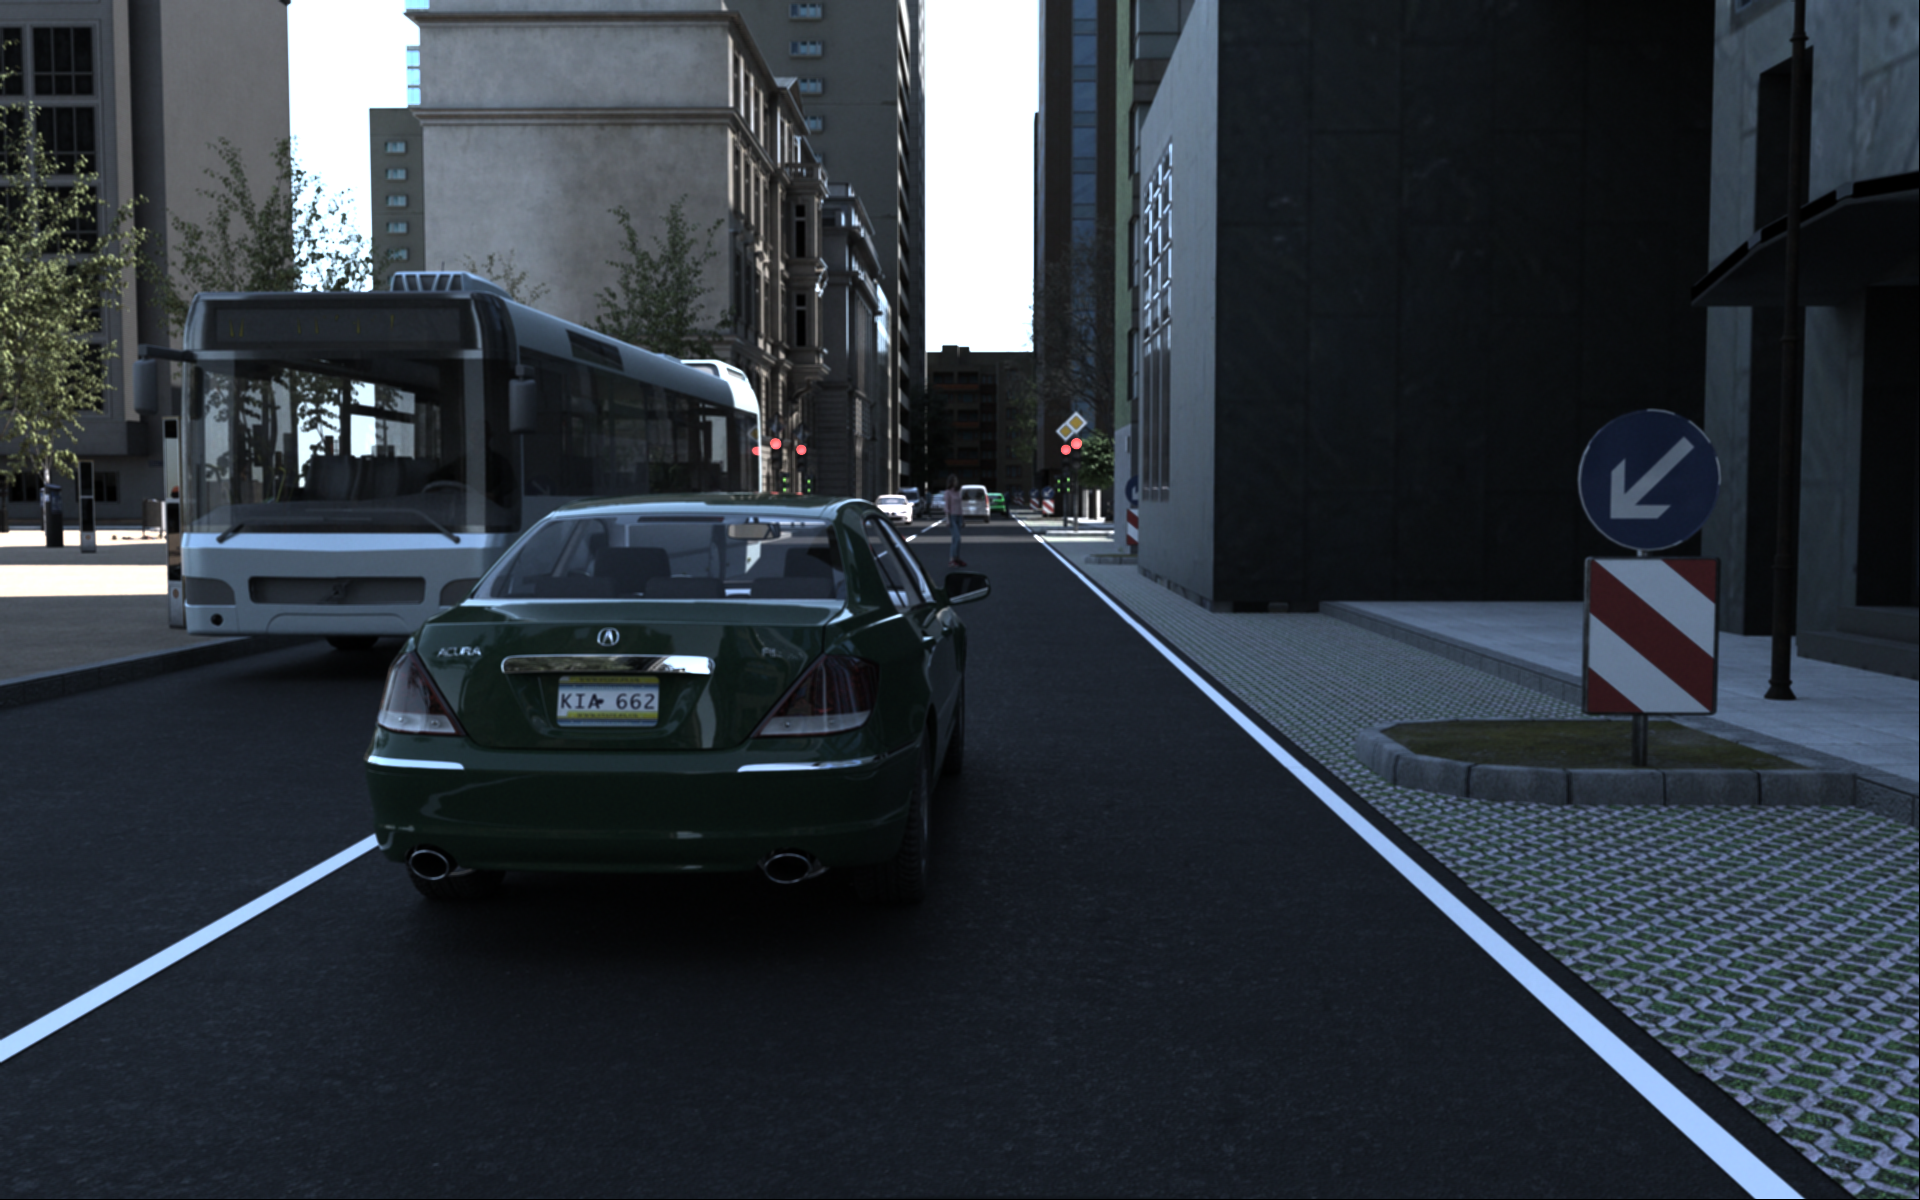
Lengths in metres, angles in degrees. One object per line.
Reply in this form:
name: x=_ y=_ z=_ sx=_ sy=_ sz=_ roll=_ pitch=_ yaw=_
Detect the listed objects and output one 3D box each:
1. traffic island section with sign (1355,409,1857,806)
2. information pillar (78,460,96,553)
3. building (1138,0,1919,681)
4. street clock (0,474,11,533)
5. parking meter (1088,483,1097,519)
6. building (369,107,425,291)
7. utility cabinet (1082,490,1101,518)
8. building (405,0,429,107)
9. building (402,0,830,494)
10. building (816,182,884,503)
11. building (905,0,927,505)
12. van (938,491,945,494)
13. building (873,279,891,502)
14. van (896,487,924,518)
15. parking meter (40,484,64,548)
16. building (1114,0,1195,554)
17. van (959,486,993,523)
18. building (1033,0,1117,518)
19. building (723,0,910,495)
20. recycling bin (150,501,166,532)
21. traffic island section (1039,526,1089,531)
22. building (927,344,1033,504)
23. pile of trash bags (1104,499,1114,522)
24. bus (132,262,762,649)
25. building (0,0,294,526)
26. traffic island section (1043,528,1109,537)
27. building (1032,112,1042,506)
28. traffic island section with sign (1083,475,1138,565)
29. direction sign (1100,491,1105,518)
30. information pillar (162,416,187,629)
traffic island section with sign: x=3.120 y=-0.014 z=8.857 sx=1.989 sy=1.847 sz=2.006 roll=0 pitch=4 yaw=1
information pillar: x=-19.065 y=-2.038 z=37.819 sx=0.304 sy=2.012 sz=0.304 roll=-2 pitch=4 yaw=-29
building: x=14.103 y=-42.828 z=12.910 sx=22.319 sy=86.520 sz=31.000 roll=0 pitch=4 yaw=1
street clock: x=-31.586 y=-3.219 z=57.194 sx=0.471 sy=2.002 sz=0.358 roll=1 pitch=4 yaw=15
parking meter: x=6.799 y=-5.093 z=88.979 sx=0.255 sy=1.863 sz=0.399 roll=-3 pitch=5 yaw=-40
building: x=-56.336 y=-35.714 z=207.632 sx=21.600 sy=48.544 sz=21.300 roll=0 pitch=4 yaw=1
utility cabinet: x=7.033 y=-5.140 z=92.722 sx=0.318 sy=1.500 sz=1.173 roll=3 pitch=5 yaw=43
building: x=-61.589 y=-56.470 z=235.959 sx=31.000 sy=86.520 sz=22.319 roll=0 pitch=4 yaw=1
building: x=-13.654 y=-16.164 z=83.368 sx=14.460 sy=24.649 sz=34.723 roll=0 pitch=4 yaw=1
building: x=-12.269 y=-16.573 z=112.768 sx=13.314 sy=21.916 sz=24.055 roll=0 pitch=4 yaw=1
building: x=-14.610 y=-47.031 z=207.215 sx=20.611 sy=71.187 sz=20.563 roll=0 pitch=4 yaw=1
van: x=-1.922 y=-12.383 z=209.467 sx=2.013 sy=2.044 sz=4.112 roll=0 pitch=4 yaw=-1
building: x=-10.970 y=-17.051 z=133.529 sx=10.420 sy=20.320 sz=16.860 roll=0 pitch=4 yaw=1
van: x=-3.209 y=-6.098 z=106.721 sx=2.013 sy=2.044 sz=4.112 roll=0 pitch=4 yaw=1
parking meter: x=-21.803 y=-2.035 z=41.678 sx=0.372 sy=1.533 sz=0.369 roll=0 pitch=3 yaw=0
building: x=11.001 y=-22.094 z=44.834 sx=14.154 sy=41.232 sz=14.086 roll=0 pitch=4 yaw=1
van: x=0.648 y=-4.890 z=86.965 sx=2.013 sy=2.044 sz=4.112 roll=0 pitch=4 yaw=0
building: x=11.698 y=-27.654 z=102.259 sx=14.600 sy=45.320 sz=14.200 roll=0 pitch=4 yaw=1
building: x=-15.534 y=-32.345 z=152.548 sx=21.300 sy=48.544 sz=21.600 roll=0 pitch=4 yaw=1
recycling bin: x=-27.086 y=-2.833 z=58.866 sx=0.722 sy=1.027 sz=0.722 roll=-3 pitch=4 yaw=-38
traffic island section: x=4.084 y=-2.723 z=66.796 sx=2.009 sy=0.180 sz=2.903 roll=0 pitch=4 yaw=1
building: x=-0.442 y=-24.137 z=239.677 sx=28.899 sy=21.520 sz=27.650 roll=0 pitch=4 yaw=1
pile of trash bags: x=8.290 y=-4.284 z=79.804 sx=3.447 sy=1.369 sz=1.912 roll=2 pitch=4 yaw=24
bus: x=-4.460 y=-1.461 z=18.748 sx=2.948 sy=3.499 sz=13.247 roll=0 pitch=4 yaw=2
building: x=-42.979 y=-17.132 z=73.622 sx=24.014 sy=27.812 sz=14.314 roll=0 pitch=4 yaw=1
traffic island section: x=3.950 y=-2.234 z=58.812 sx=2.009 sy=0.180 sz=2.903 roll=0 pitch=4 yaw=1
building: x=14.906 y=-30.879 z=188.471 sx=14.154 sy=41.232 sz=14.086 roll=0 pitch=4 yaw=1
traffic island section with sign: x=3.572 y=-1.662 z=35.808 sx=1.989 sy=1.847 sz=2.006 roll=0 pitch=4 yaw=1
direction sign: x=7.712 y=-6.251 z=94.208 sx=0.876 sy=3.537 sz=0.379 roll=-1 pitch=4 yaw=-20
information pillar: x=-7.371 y=-0.737 z=16.546 sx=0.304 sy=2.012 sz=0.304 roll=3 pitch=4 yaw=37
